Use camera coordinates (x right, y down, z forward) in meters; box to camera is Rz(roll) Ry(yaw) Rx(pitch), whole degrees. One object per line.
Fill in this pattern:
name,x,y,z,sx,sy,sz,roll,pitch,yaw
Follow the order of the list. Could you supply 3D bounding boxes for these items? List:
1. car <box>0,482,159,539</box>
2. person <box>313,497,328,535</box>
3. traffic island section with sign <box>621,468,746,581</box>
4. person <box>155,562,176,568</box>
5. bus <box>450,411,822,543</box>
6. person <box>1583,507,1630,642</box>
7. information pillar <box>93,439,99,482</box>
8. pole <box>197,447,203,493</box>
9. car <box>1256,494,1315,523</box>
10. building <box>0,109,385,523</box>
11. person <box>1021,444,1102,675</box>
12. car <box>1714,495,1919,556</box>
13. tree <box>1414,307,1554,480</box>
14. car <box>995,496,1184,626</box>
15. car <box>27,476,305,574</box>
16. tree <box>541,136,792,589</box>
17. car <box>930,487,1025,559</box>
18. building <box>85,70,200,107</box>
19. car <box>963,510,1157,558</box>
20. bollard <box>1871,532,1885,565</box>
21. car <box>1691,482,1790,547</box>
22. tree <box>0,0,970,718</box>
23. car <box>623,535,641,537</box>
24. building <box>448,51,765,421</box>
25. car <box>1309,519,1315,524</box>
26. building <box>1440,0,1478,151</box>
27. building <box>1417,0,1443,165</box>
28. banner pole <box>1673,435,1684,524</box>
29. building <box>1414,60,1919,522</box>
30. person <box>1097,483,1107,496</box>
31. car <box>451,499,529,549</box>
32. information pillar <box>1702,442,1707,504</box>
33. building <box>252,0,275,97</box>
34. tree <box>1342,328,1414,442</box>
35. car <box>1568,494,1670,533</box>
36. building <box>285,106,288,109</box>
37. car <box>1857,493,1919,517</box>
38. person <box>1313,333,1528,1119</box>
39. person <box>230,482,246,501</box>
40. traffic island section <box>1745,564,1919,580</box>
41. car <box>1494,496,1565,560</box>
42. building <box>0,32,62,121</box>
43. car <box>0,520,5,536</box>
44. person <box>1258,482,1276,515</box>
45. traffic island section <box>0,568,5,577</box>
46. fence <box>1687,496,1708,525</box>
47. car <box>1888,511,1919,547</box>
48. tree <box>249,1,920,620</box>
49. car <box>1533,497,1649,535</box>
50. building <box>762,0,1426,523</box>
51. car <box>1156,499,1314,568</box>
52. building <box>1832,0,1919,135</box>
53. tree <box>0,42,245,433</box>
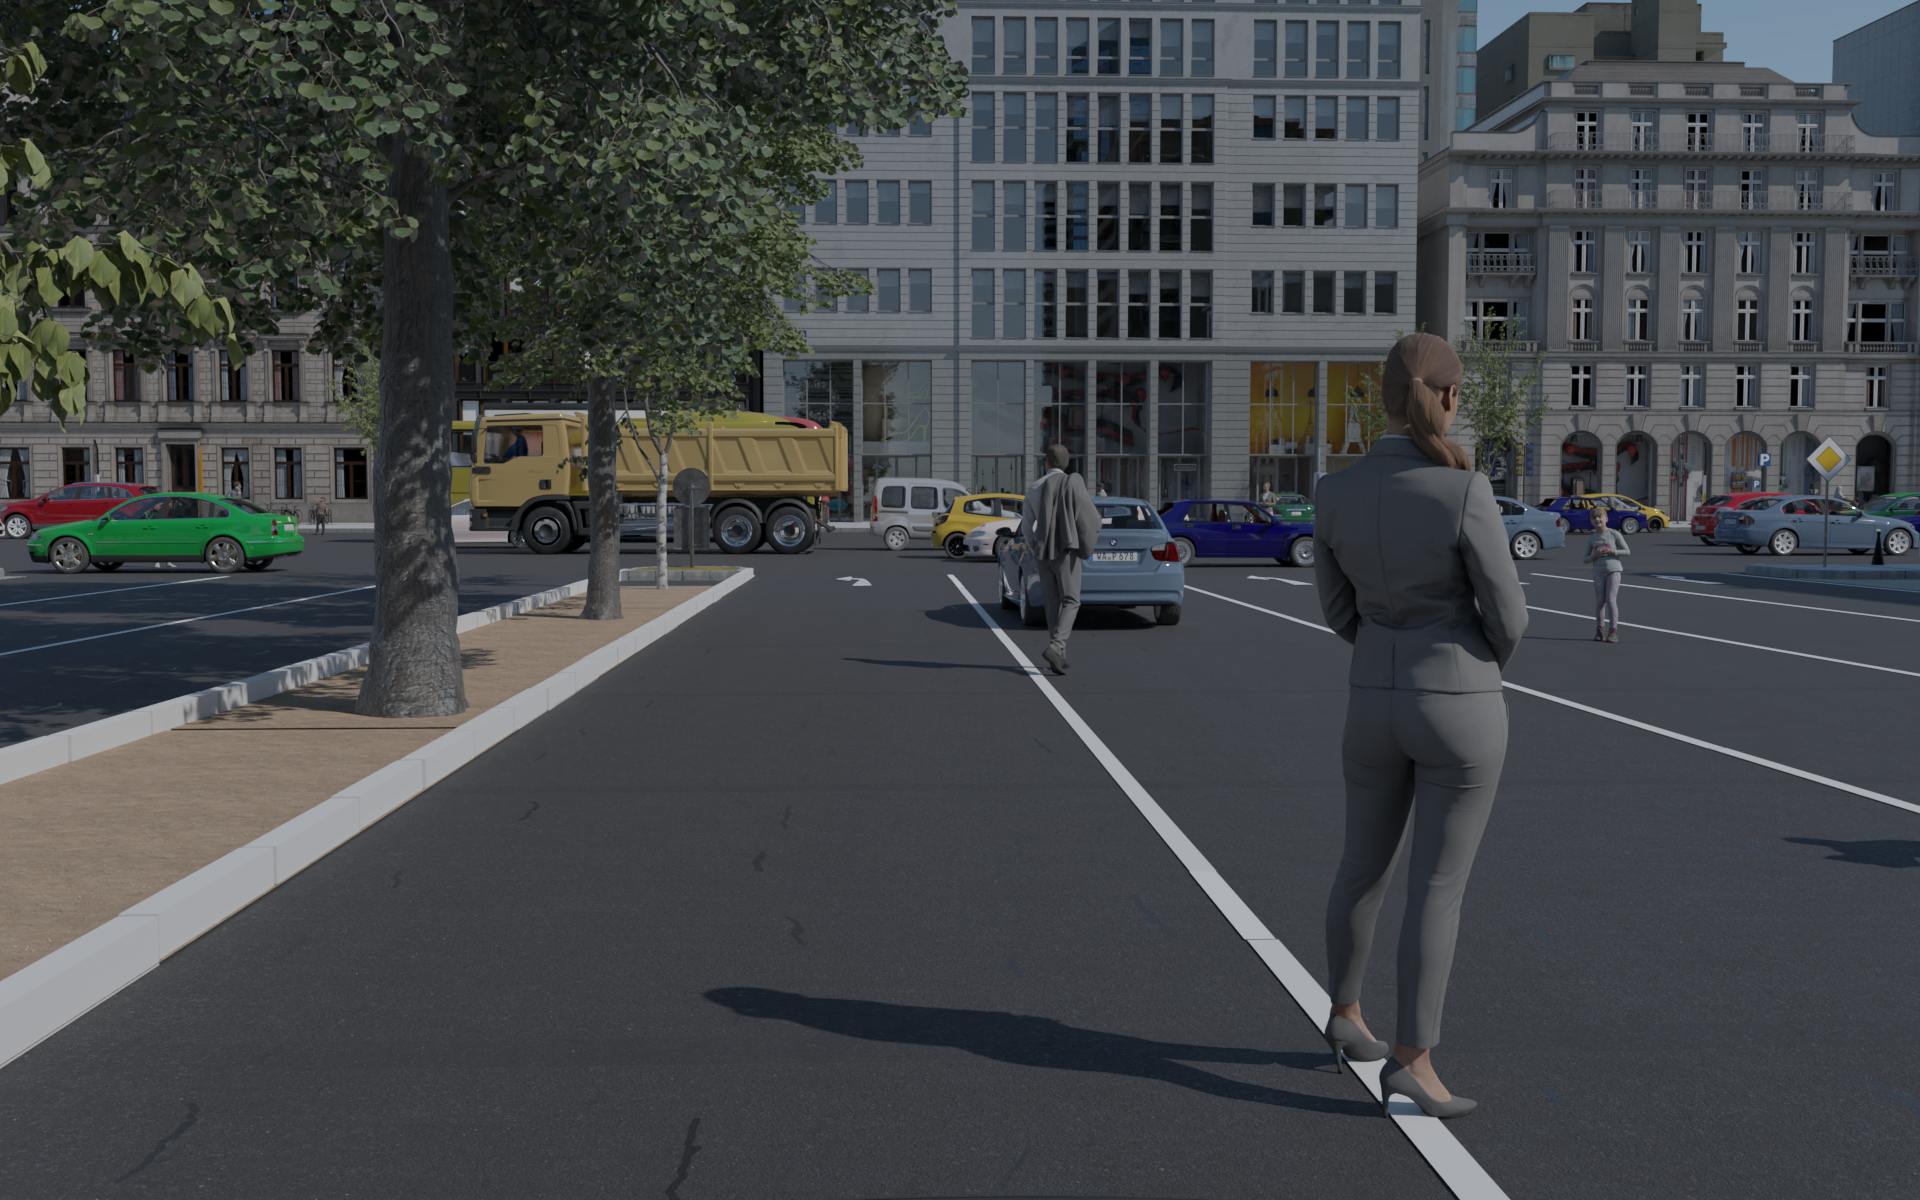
car,-28.291,-2.890,55.923,5.304,1.827,2.281,0,4,-2
person,-22.394,-2.947,60.593,0.340,1.345,0.435,2,4,30
traffic island section with sign,-4.662,-1.314,29.627,2.006,1.907,1.989,0,4,-3
person,-15.573,-1.305,33.749,0.340,1.345,0.435,2,4,33
bus,-10.014,-3.682,51.747,12.252,3.916,2.896,0,4,-3
person,6.285,-0.249,16.847,0.425,1.301,0.394,1,4,17
information pillar,-36.690,-5.031,73.617,0.183,3.616,0.504,-3,5,-40
pole,-33.159,-5.002,75.623,0.158,3.312,0.155,0,3,0
car,10.890,-2.873,58.779,2.131,1.459,4.920,0,4,-2
building,-34.615,-13.217,80.725,19.286,19.102,10.561,0,4,-3
person,0.818,-0.325,13.911,0.679,1.850,0.850,1,4,21
car,20.232,-1.767,40.892,4.499,1.417,2.014,0,4,-4
tree,21.257,-7.264,69.135,4.737,8.622,4.395,0,3,0
car,1.455,-0.501,20.186,2.014,1.417,4.499,0,4,-4
car,-14.624,-1.412,31.889,4.718,1.807,1.959,0,4,-3
tree,-4.488,-4.471,25.918,4.360,8.622,3.978,0,3,0
car,1.320,-1.756,38.942,3.980,1.641,2.015,0,4,-1
building,-75.495,-29.609,167.698,14.086,41.232,14.154,0,4,-3
car,2.483,-1.498,36.859,4.827,1.381,2.083,0,4,-2
bollard,16.594,-0.933,31.295,0.229,0.601,0.229,0,3,0
car,22.620,-2.378,47.924,4.494,1.783,2.155,0,4,-4
tree,-3.597,-6.233,11.014,9.857,13.997,8.962,0,3,0
car,-12.494,-2.852,58.436,4.920,1.459,2.131,0,4,-2
building,-17.106,-15.440,82.126,15.834,23.373,12.332,0,4,-3
car,11.066,-1.985,45.041,3.894,1.354,1.945,0,4,-1
building,34.277,-33.258,163.370,23.786,49.044,30.456,0,4,-3
building,30.105,-27.986,141.168,14.154,41.232,14.086,0,4,-3
banner pole,30.634,-5.116,73.669,0.401,3.779,0.863,1,4,8
building,33.565,-14.906,85.515,24.055,21.916,13.314,0,4,-3
person,4.560,-2.936,56.680,0.466,1.800,0.511,1,4,9
car,-12.817,-2.067,46.163,4.827,1.381,2.083,0,4,-1
information pillar,33.099,-5.239,77.010,0.183,3.616,0.504,1,4,18
building,-52.447,-51.989,162.694,31.000,86.520,22.319,0,4,-3
tree,18.864,-7.580,74.295,4.737,8.622,4.395,0,3,0
car,24.344,-3.317,64.454,3.980,1.641,2.015,0,4,-4
building,-42.341,-22.083,132.752,14.160,30.474,14.107,0,4,-3
car,27.210,-2.526,50.093,4.718,1.807,1.959,0,4,-2
person,1.092,0.288,4.064,0.520,1.790,0.573,2,4,31
person,-24.331,-3.070,58.500,0.447,1.846,0.655,0,4,2
traffic island section,15.131,-0.489,30.282,2.009,0.180,2.903,0,4,-3
car,11.000,-1.610,38.328,4.499,1.417,2.014,0,4,-1
building,-54.807,-18.086,81.617,20.117,28.700,13.634,0,4,-3
car,-31.040,-2.391,51.456,4.827,1.381,2.083,0,4,-4
person,8.543,-2.405,48.376,0.519,1.759,0.362,2,4,30
traffic island section,-17.377,-0.400,28.818,2.009,0.180,2.903,0,4,-3
fence,31.223,-3.687,71.484,0.480,1.192,2.264,-3,4,-36
car,26.389,-2.037,45.884,3.894,1.354,1.945,0,4,-2
tree,-4.192,-6.068,19.794,7.486,12.596,7.792,0,3,0
car,22.323,-2.999,61.608,3.894,1.354,1.945,0,4,-3
building,5.693,-18.678,82.877,29.804,29.767,11.434,0,4,-3
car,5.509,-1.338,34.455,3.894,1.354,1.945,0,4,-3
building,55.590,-16.344,85.247,19.932,24.808,12.078,0,4,-3
tree,-3.284,-3.118,3.801,4.737,8.622,4.395,0,3,0
